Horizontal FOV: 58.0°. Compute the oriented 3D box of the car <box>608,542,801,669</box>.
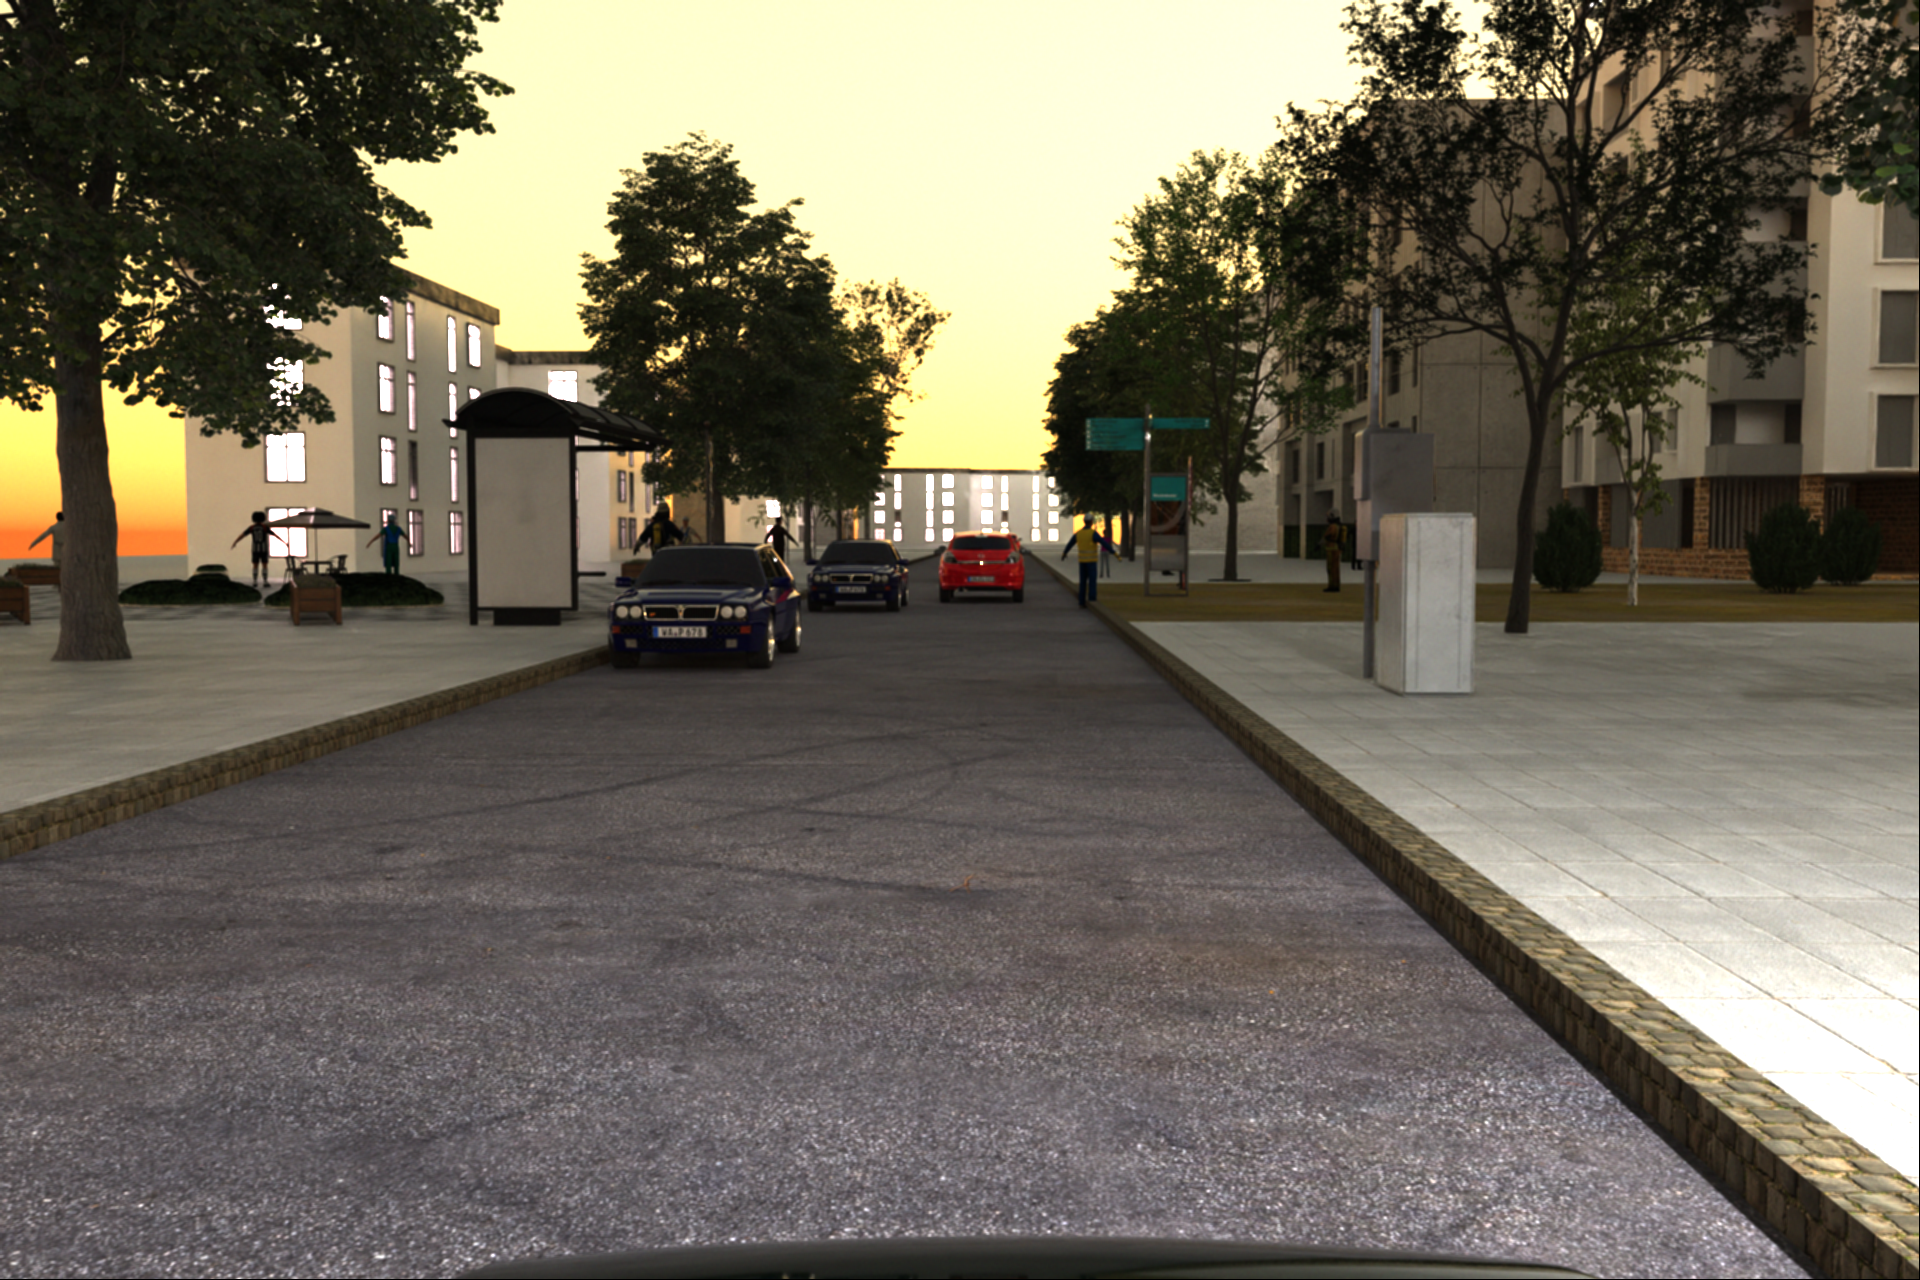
[{"bbox_3d":[-2.832,-0.434,19.682,1.945,1.354,3.894,0,4,1],"label":"car"}]

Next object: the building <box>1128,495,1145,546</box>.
[{"bbox_3d":[28.514,-22.347,196.301,19.493,23.208,18.063,0,4,2],"label":"building"}]

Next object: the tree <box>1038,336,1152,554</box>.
[{"bbox_3d":[9.349,-12.403,109.439,9.857,13.997,8.962,0,3,0],"label":"tree"}]

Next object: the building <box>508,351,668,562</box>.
[{"bbox_3d":[-20.282,-9.262,93.578,9.099,9.664,28.070,0,4,1],"label":"building"}]

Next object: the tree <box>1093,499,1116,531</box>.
[{"bbox_3d":[9.911,-10.687,125.099,4.360,8.622,3.978,0,3,0],"label":"tree"}]

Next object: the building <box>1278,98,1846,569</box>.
[{"bbox_3d":[25.594,-13.002,79.046,16.747,18.905,31.486,0,4,1],"label":"building"}]

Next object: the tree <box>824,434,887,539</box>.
[{"bbox_3d":[-7.027,-9.410,104.218,4.360,8.622,3.978,0,3,0],"label":"tree"}]

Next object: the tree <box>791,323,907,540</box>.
[{"bbox_3d":[-6.705,-10.731,93.574,7.486,12.596,7.792,0,3,0],"label":"tree"}]

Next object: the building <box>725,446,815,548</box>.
[{"bbox_3d":[-18.550,-13.847,168.539,9.099,9.664,28.070,0,4,2],"label":"building"}]

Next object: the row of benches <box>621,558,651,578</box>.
[{"bbox_3d":[-7.990,-1.810,45.063,1.422,0.672,4.104,0,4,5],"label":"row of benches"}]

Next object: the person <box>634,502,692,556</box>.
[{"bbox_3d":[-5.271,-1.537,30.906,1.354,1.856,0.705,1,4,21],"label":"person"}]

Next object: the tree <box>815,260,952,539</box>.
[{"bbox_3d":[-7.255,-16.151,119.959,12.611,20.169,13.585,0,3,0],"label":"tree"}]

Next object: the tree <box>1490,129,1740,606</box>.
[{"bbox_3d":[11.834,-4.917,30.749,4.737,8.622,4.395,0,3,0],"label":"tree"}]

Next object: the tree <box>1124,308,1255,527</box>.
[{"bbox_3d":[7.586,-6.546,57.386,4.737,8.622,4.395,0,3,0],"label":"tree"}]

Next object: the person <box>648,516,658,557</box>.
[{"bbox_3d":[-8.879,-2.700,50.340,0.705,1.806,1.347,-1,4,-15],"label":"person"}]

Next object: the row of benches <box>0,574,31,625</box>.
[{"bbox_3d":[-14.388,-0.638,25.897,1.422,0.672,4.104,-2,4,-31],"label":"row of benches"}]

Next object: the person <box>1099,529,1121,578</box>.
[{"bbox_3d":[4.258,-2.552,50.998,0.991,1.433,0.599,0,4,-5],"label":"person"}]

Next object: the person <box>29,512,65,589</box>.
[{"bbox_3d":[-21.230,-2.124,40.913,1.347,1.806,0.705,-3,5,-39],"label":"person"}]

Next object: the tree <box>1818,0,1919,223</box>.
[{"bbox_3d":[6.887,-6.127,6.840,9.857,13.997,8.962,0,3,0],"label":"tree"}]

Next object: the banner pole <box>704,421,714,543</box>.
[{"bbox_3d":[-5.574,-2.971,38.594,0.401,3.779,0.863,0,4,3],"label":"banner pole"}]

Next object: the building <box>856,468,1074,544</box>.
[{"bbox_3d":[0.695,-16.872,220.456,28.070,9.664,9.099,0,4,-6],"label":"building"}]

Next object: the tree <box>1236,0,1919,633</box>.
[{"bbox_3d":[7.369,-5.351,21.899,8.767,10.594,7.601,-2,4,-26],"label":"tree"}]

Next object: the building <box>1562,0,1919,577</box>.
[{"bbox_3d":[26.693,-12.457,60.097,16.016,20.090,11.380,0,4,1],"label":"building"}]

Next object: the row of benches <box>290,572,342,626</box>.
[{"bbox_3d":[-9.767,-0.656,26.188,1.422,0.672,4.104,-1,4,-22],"label":"row of benches"}]

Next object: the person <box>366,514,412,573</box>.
[{"bbox_3d":[-15.432,-2.498,46.971,0.704,1.817,1.347,3,5,41],"label":"person"}]

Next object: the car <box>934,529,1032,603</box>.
[{"bbox_3d":[0.489,-1.755,37.738,2.155,1.783,4.494,0,4,1],"label":"car"}]

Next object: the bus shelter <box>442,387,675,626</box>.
[{"bbox_3d":[-6.000,-2.006,26.725,2.014,3.302,5.546,0,4,3],"label":"bus shelter"}]

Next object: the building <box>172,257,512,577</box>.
[{"bbox_3d":[-21.697,-7.508,64.907,9.099,9.664,28.070,0,4,2],"label":"building"}]

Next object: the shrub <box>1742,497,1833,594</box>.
[{"bbox_3d":[17.864,-2.042,37.425,1.661,2.075,1.752,0,3,0],"label":"shrub"}]

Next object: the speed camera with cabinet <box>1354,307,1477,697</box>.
[{"bbox_3d":[3.800,-1.235,14.524,0.660,3.252,2.038,0,4,2],"label":"speed camera with cabinet"}]

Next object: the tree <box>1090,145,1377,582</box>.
[{"bbox_3d":[7.347,-7.394,46.646,9.928,11.665,9.643,0,3,0],"label":"tree"}]

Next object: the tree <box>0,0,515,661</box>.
[{"bbox_3d":[-8.880,-6.764,17.251,9.857,13.997,8.962,0,3,0],"label":"tree"}]

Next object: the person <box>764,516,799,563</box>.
[{"bbox_3d":[-5.358,-2.770,51.430,1.346,1.812,0.704,3,4,36],"label":"person"}]

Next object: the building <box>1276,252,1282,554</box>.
[{"bbox_3d":[25.144,-15.414,108.433,16.016,20.090,11.380,0,4,1],"label":"building"}]

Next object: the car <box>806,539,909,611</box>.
[{"bbox_3d":[-1.931,-1.267,33.298,1.945,1.354,3.894,0,4,1],"label":"car"}]

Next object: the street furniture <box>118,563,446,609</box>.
[{"bbox_3d":[-13.031,-1.126,34.029,5.734,0.657,10.072,-1,4,-16],"label":"street furniture"}]

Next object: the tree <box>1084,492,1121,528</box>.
[{"bbox_3d":[19.426,-18.446,219.715,7.486,12.596,7.792,0,3,0],"label":"tree"}]

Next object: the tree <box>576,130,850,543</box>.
[{"bbox_3d":[-7.771,-9.098,55.405,9.857,13.997,8.962,0,3,0],"label":"tree"}]

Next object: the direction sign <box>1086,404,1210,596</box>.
[{"bbox_3d":[3.824,-2.830,35.033,2.525,3.948,1.411,0,4,2],"label":"direction sign"}]

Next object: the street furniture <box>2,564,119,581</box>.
[{"bbox_3d":[-27.943,-1.832,45.573,10.072,0.657,5.734,1,4,12],"label":"street furniture"}]

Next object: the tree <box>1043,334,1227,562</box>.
[{"bbox_3d":[8.069,-8.925,80.329,8.767,10.594,7.601,-1,4,-12],"label":"tree"}]

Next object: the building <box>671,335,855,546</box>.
[{"bbox_3d":[-22.030,-22.426,197.594,19.493,23.208,18.063,0,4,1],"label":"building"}]

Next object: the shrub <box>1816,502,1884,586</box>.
[{"bbox_3d":[22.029,-2.382,42.982,1.661,2.075,1.752,0,3,0],"label":"shrub"}]

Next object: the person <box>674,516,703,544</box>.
[{"bbox_3d":[-8.745,-3.014,55.142,1.347,1.847,0.705,1,4,19],"label":"person"}]

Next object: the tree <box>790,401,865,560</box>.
[{"bbox_3d":[-6.982,-8.267,85.522,4.737,8.622,4.395,0,3,0],"label":"tree"}]

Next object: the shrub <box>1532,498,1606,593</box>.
[{"bbox_3d":[13.231,-2.063,37.775,1.661,2.075,1.752,0,3,0],"label":"shrub"}]

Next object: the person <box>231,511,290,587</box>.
[{"bbox_3d":[-16.948,-2.189,41.939,1.345,1.843,0.704,-1,4,-11],"label":"person"}]

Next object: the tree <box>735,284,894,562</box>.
[{"bbox_3d":[-6.890,-9.817,78.639,7.486,12.596,7.792,0,3,0],"label":"tree"}]

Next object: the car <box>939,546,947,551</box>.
[{"bbox_3d":[0.402,-2.542,53.360,2.131,1.459,4.920,0,4,1],"label":"car"}]

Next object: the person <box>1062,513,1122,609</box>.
[{"bbox_3d":[2.483,-1.523,33.322,1.349,1.833,0.705,3,4,37],"label":"person"}]

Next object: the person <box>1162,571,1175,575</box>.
[{"bbox_3d":[6.466,-2.918,53.835,0.705,1.813,1.348,3,4,36],"label":"person"}]

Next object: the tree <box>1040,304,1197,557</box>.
[{"bbox_3d":[9.032,-11.511,94.852,9.857,13.997,8.962,0,3,0],"label":"tree"}]

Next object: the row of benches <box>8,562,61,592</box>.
[{"bbox_3d":[-21.192,-1.297,36.671,4.104,0.672,1.422,-3,5,-40],"label":"row of benches"}]

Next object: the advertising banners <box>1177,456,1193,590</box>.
[{"bbox_3d":[5.150,-2.659,39.670,0.090,3.025,2.074,0,3,0],"label":"advertising banners"}]

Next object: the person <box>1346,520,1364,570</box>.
[{"bbox_3d":[14.212,-3.408,61.942,1.346,1.802,0.704,-1,4,-19],"label":"person"}]

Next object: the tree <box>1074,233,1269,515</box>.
[{"bbox_3d":[8.101,-9.055,66.182,7.486,12.596,7.792,0,3,0],"label":"tree"}]

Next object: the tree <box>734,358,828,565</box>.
[{"bbox_3d":[-7.094,-7.404,71.418,4.360,8.622,3.978,0,3,0],"label":"tree"}]

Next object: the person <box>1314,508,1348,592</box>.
[{"bbox_3d":[8.265,-1.998,38.430,0.705,1.858,1.354,3,4,37],"label":"person"}]

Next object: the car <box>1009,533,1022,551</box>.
[{"bbox_3d":[3.556,-7.378,129.668,2.155,1.783,4.494,0,4,0],"label":"car"}]

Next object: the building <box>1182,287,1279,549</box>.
[{"bbox_3d":[27.372,-19.978,157.571,19.493,23.208,18.063,0,4,2],"label":"building"}]
